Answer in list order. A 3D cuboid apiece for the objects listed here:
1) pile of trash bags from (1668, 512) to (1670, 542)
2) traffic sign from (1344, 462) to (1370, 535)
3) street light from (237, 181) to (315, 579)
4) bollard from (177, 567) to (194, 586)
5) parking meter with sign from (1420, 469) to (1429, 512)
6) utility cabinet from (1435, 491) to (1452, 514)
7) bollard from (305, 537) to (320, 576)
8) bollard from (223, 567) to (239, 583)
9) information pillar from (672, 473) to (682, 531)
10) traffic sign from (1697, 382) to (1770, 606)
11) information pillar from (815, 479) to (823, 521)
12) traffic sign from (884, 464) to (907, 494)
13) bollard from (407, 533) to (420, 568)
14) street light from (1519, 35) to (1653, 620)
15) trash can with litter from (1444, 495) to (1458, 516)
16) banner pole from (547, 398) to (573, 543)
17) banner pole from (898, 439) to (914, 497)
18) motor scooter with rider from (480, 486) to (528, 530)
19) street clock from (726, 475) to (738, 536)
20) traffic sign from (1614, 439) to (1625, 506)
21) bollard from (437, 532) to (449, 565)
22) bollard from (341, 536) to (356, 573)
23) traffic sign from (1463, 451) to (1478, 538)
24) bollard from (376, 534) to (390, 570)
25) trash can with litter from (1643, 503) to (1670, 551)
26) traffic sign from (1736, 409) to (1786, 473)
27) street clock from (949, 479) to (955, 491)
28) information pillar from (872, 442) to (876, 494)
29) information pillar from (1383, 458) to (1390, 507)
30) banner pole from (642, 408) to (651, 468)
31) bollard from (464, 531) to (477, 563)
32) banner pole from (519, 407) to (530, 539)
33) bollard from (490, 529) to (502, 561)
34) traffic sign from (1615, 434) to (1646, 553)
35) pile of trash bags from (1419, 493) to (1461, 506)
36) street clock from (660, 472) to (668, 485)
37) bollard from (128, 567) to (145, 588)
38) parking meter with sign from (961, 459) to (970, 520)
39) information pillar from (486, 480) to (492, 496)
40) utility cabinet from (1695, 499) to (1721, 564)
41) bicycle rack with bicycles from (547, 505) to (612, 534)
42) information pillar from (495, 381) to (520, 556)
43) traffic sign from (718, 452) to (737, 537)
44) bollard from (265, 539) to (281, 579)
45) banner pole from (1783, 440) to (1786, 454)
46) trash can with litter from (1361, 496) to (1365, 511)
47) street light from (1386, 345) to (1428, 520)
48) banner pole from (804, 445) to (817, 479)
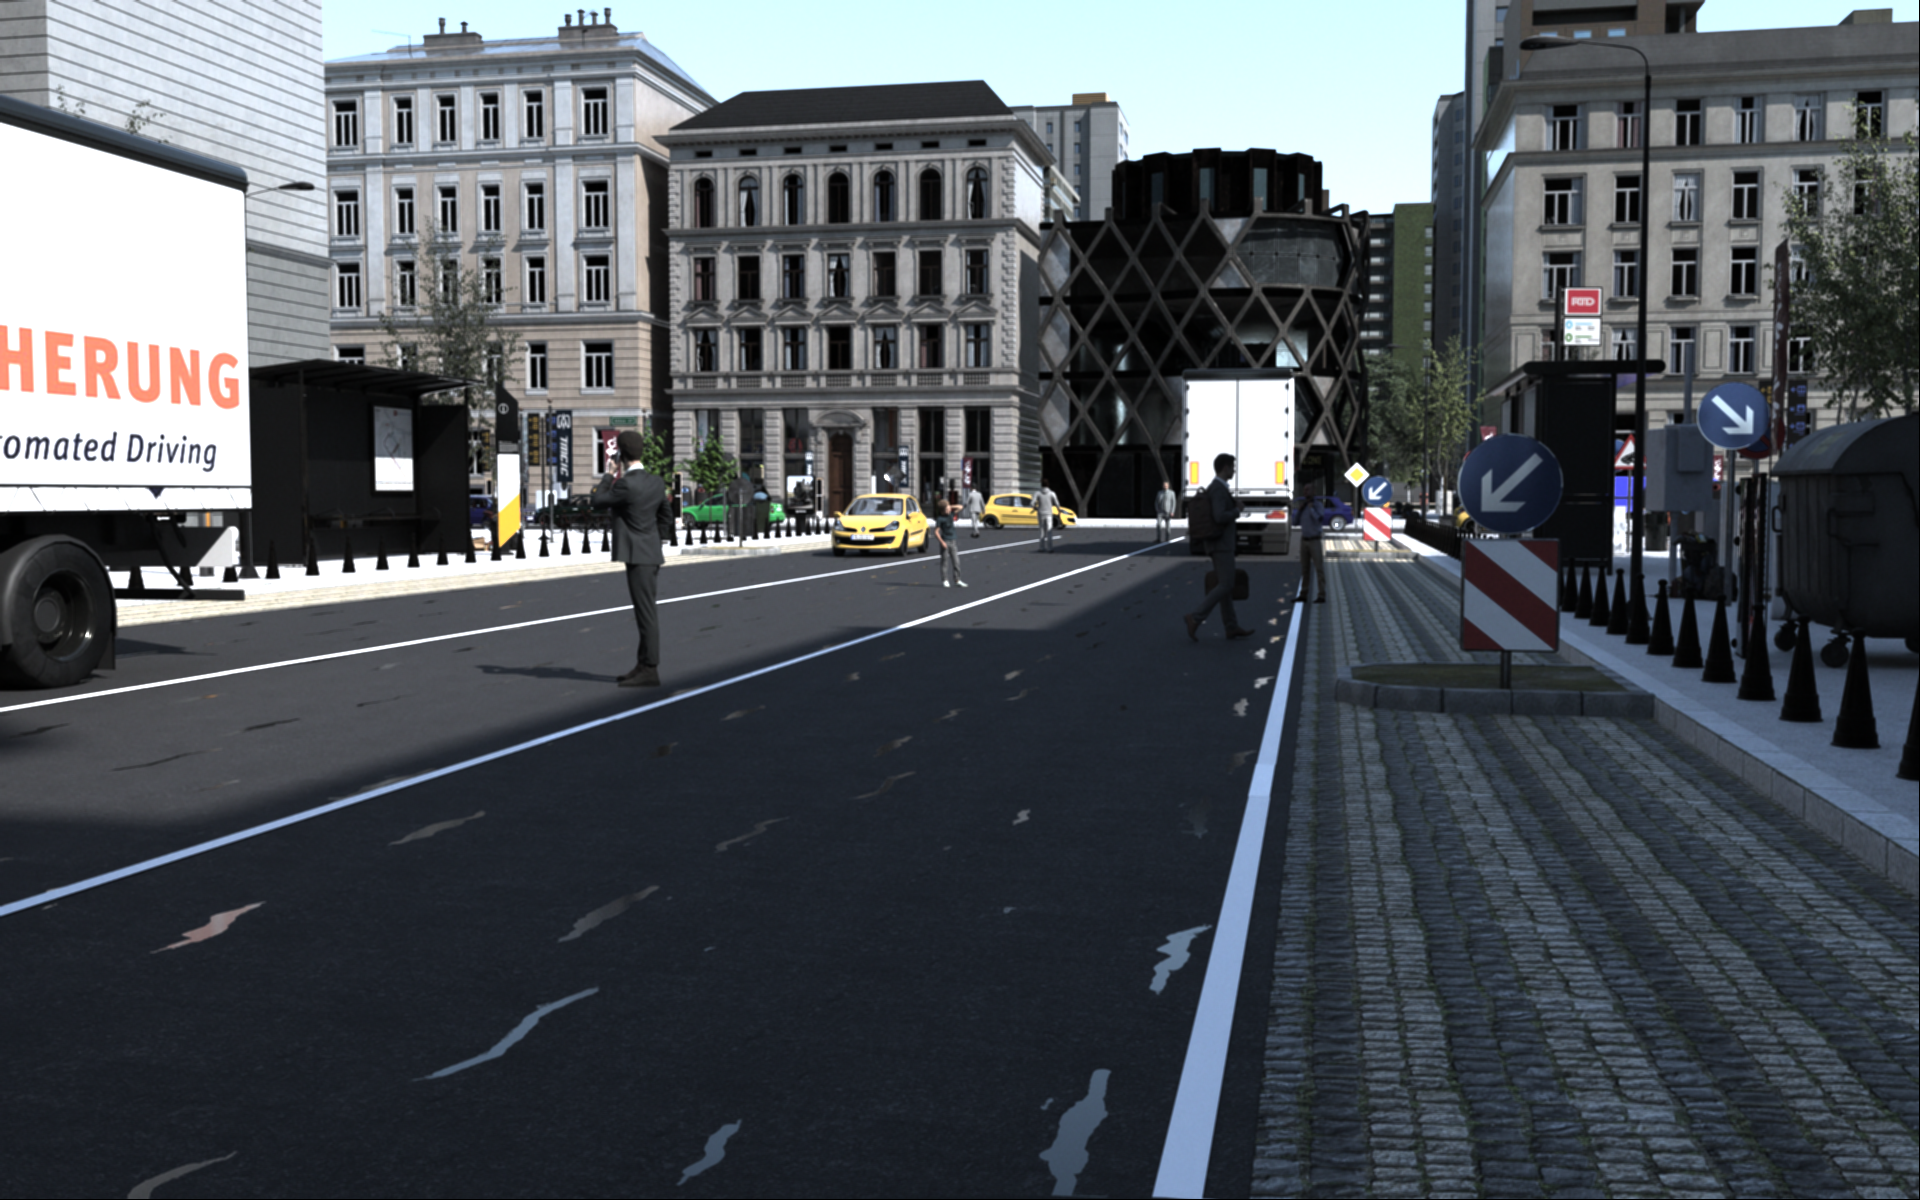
[{"bbox_3d":[20.362,-2.229,46.195,3.447,1.369,1.912,0,4,5],"label":"pile of trash bags"},{"bbox_3d":[12.508,-3.120,54.647,0.795,2.450,0.064,1,4,12],"label":"traffic sign"},{"bbox_3d":[-10.271,-3.269,25.995,1.470,5.913,1.316,1,4,12],"label":"street light"},{"bbox_3d":[-10.818,-0.497,24.171,0.229,0.601,0.229,0,3,0],"label":"bollard"},{"bbox_3d":[32.633,-7.658,121.469,0.543,3.016,1.738,1,4,21],"label":"parking meter with sign"},{"bbox_3d":[31.473,-6.357,112.621,1.173,1.500,0.318,-2,4,-29],"label":"utility cabinet"},{"bbox_3d":[-10.183,-0.684,27.225,0.229,0.601,0.229,0,3,0],"label":"bollard"},{"bbox_3d":[-10.612,-0.559,25.177,0.229,0.601,0.229,0,3,0],"label":"bollard"},{"bbox_3d":[-9.786,-3.390,59.911,0.304,2.012,0.304,-1,4,-17],"label":"information pillar"},{"bbox_3d":[8.776,-1.200,19.721,0.768,2.556,0.104,1,4,17],"label":"traffic sign"},{"bbox_3d":[-6.763,-4.800,82.964,0.304,2.012,0.304,-1,4,-15],"label":"information pillar"},{"bbox_3d":[-2.166,-3.308,57.720,0.795,2.450,0.064,1,4,12],"label":"traffic sign"},{"bbox_3d":[-9.546,-0.869,30.247,0.229,0.601,0.229,0,3,0],"label":"bollard"},{"bbox_3d":[6.368,-2.757,17.626,1.470,5.913,1.316,1,4,12],"label":"street light"},{"bbox_3d":[28.560,-5.457,100.285,1.678,1.210,2.233,-1,4,-15],"label":"trash can with litter"},{"bbox_3d":[-10.478,-3.378,45.251,0.863,3.779,0.401,1,4,15],"label":"banner pole"},{"bbox_3d":[-2.391,-5.409,78.461,0.863,3.779,0.401,0,4,-5],"label":"banner pole"},{"bbox_3d":[-17.692,-3.555,67.090,1.986,1.779,0.876,1,4,12],"label":"motor scooter with rider"},{"bbox_3d":[-7.037,-2.961,52.989,0.471,2.002,0.358,-1,4,-20],"label":"street clock"},{"bbox_3d":[15.160,-2.453,40.209,0.768,2.556,0.104,1,4,17],"label":"traffic sign"},{"bbox_3d":[-9.342,-0.930,31.254,0.229,0.601,0.229,0,3,0],"label":"bollard"},{"bbox_3d":[-9.967,-0.745,28.229,0.229,0.601,0.229,0,3,0],"label":"bollard"},{"bbox_3d":[14.609,-2.989,48.971,0.768,2.556,0.104,1,4,18],"label":"traffic sign"},{"bbox_3d":[-9.757,-0.807,29.242,0.229,0.601,0.229,0,3,0],"label":"bollard"},{"bbox_3d":[15.696,-1.695,39.098,0.624,1.170,1.055,2,4,29],"label":"trash can with litter"},{"bbox_3d":[11.677,-1.549,25.425,0.768,2.556,0.104,1,4,13],"label":"traffic sign"},{"bbox_3d":[-0.377,-4.868,84.155,0.358,2.002,0.471,1,4,11],"label":"street clock"},{"bbox_3d":[-3.934,-5.354,78.891,0.183,3.616,0.504,1,4,10],"label":"information pillar"},{"bbox_3d":[27.318,-7.321,111.056,0.504,3.616,0.183,-2,4,-28],"label":"information pillar"},{"bbox_3d":[-9.116,-3.701,50.522,0.401,3.779,0.863,-2,4,-29],"label":"banner pole"},{"bbox_3d":[-9.124,-0.993,32.276,0.229,0.601,0.229,0,3,0],"label":"bollard"},{"bbox_3d":[-12.467,-3.642,49.567,0.401,3.779,0.863,-2,4,-31],"label":"banner pole"},{"bbox_3d":[-8.918,-1.054,33.281,0.229,0.601,0.229,0,3,0],"label":"bollard"},{"bbox_3d":[14.475,-2.291,37.454,0.884,2.594,0.081,1,4,14],"label":"traffic sign"},{"bbox_3d":[32.299,-6.460,115.377,3.447,1.369,1.912,2,4,28],"label":"pile of trash bags"},{"bbox_3d":[-9.073,-2.953,52.854,0.471,2.002,0.358,2,4,34],"label":"street clock"},{"bbox_3d":[-11.028,-0.436,23.166,0.229,0.601,0.229,0,3,0],"label":"bollard"},{"bbox_3d":[0.320,-5.584,87.552,0.543,3.016,1.738,0,4,-1],"label":"parking meter with sign"},{"bbox_3d":[-23.838,-5.089,87.693,0.304,2.012,0.304,-1,4,-22],"label":"information pillar"},{"bbox_3d":[10.542,-0.806,24.343,0.306,1.237,1.020,1,4,17],"label":"utility cabinet"},{"bbox_3d":[-11.985,-2.683,57.241,2.925,0.926,2.852,0,4,-3],"label":"bicycle rack with bicycles"},{"bbox_3d":[-9.467,-2.744,36.213,0.504,3.616,0.183,-3,5,-40],"label":"information pillar"},{"bbox_3d":[-7.091,-3.182,52.137,0.768,2.556,0.104,1,4,12],"label":"traffic sign"},{"bbox_3d":[-10.398,-0.621,26.193,0.229,0.601,0.229,0,3,0],"label":"bollard"},{"bbox_3d":[33.753,-4.935,70.706,0.401,3.779,0.863,-2,4,-28],"label":"banner pole"},{"bbox_3d":[29.778,-7.150,128.281,0.624,1.170,1.055,0,4,5],"label":"trash can with litter"},{"bbox_3d":[13.923,-4.975,53.874,1.470,5.913,1.316,1,4,12],"label":"street light"},{"bbox_3d":[-7.466,-5.962,87.488,0.863,3.779,0.401,-2,4,-32],"label":"banner pole"}]
